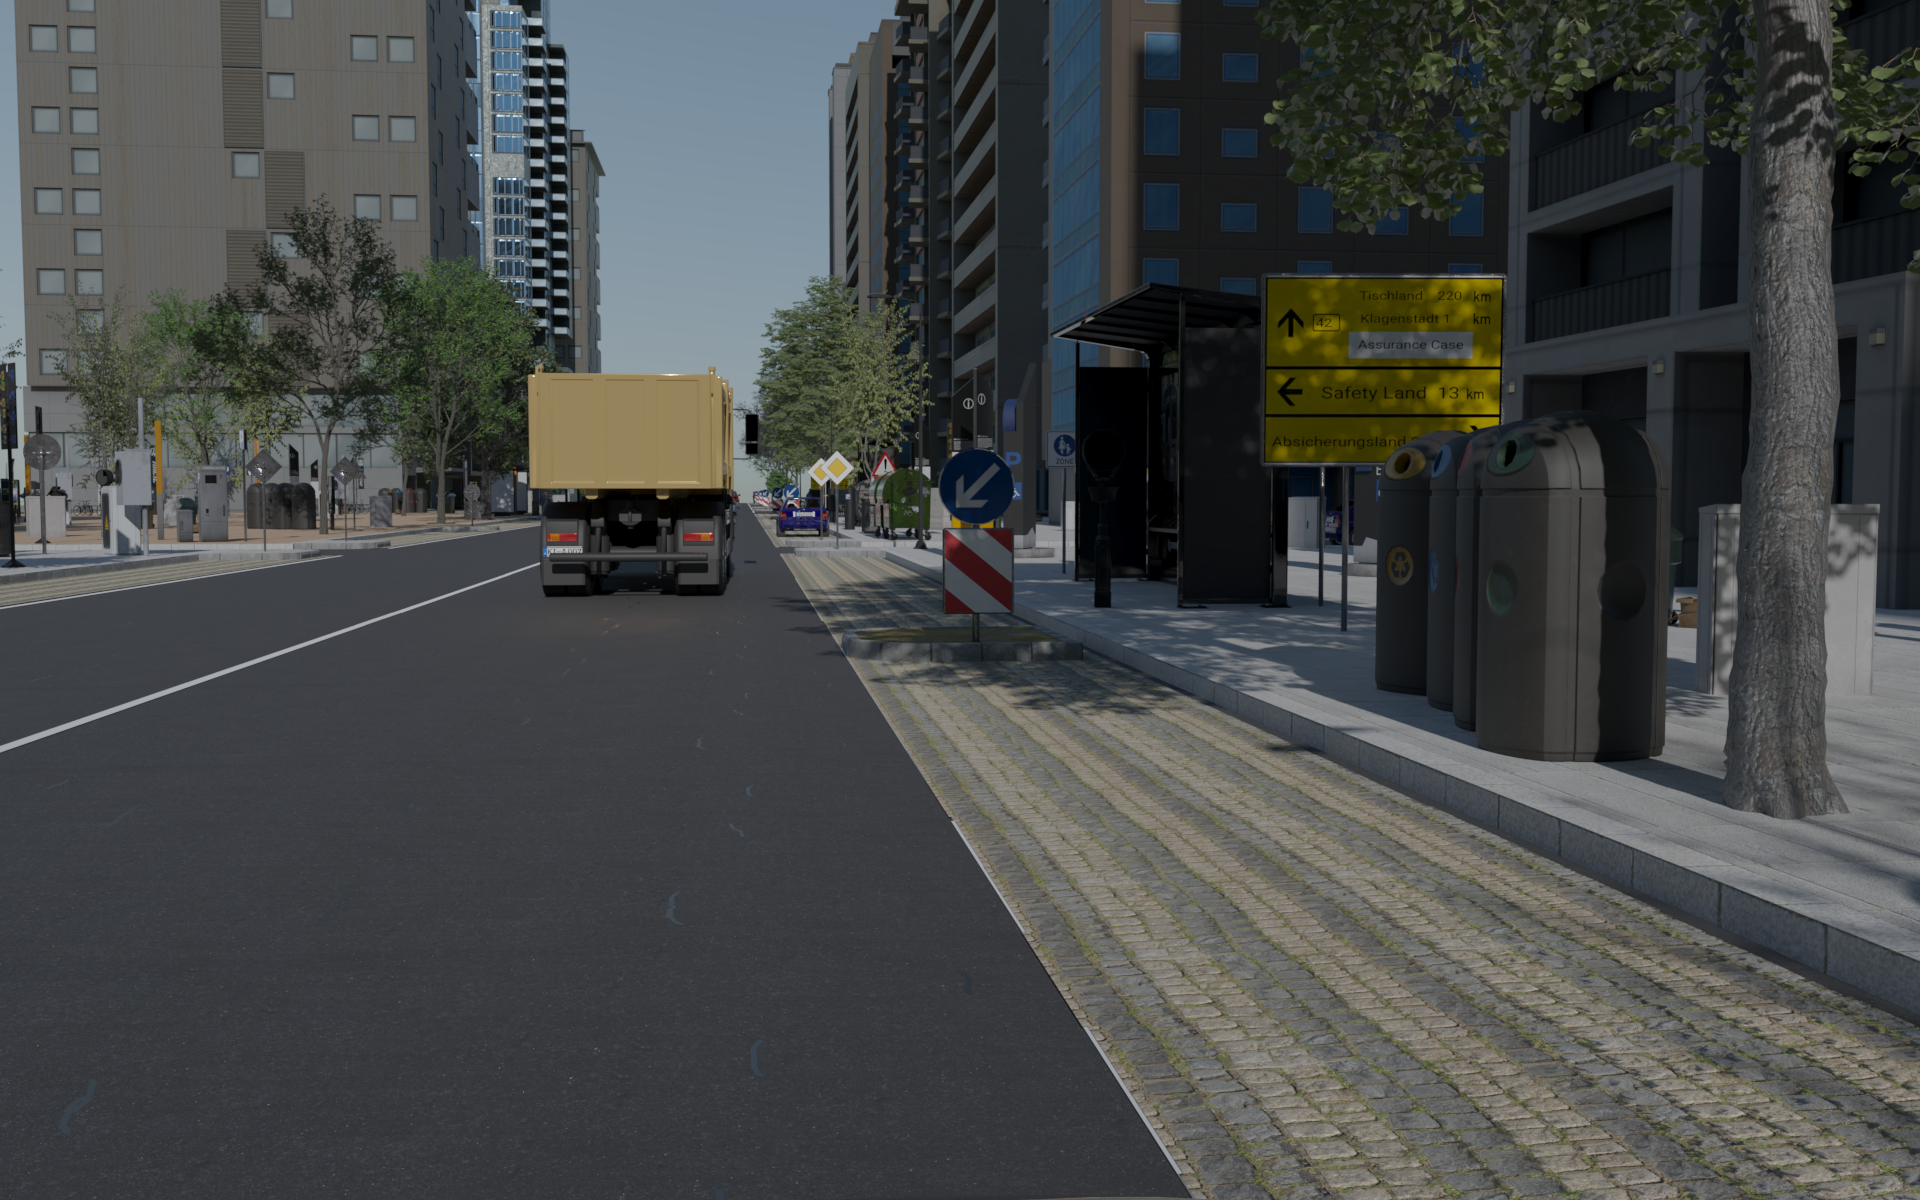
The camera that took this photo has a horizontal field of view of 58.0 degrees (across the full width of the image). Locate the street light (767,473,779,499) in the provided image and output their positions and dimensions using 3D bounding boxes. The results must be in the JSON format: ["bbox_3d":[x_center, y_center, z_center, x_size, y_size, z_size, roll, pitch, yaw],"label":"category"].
[{"bbox_3d":[-21.397,-13.833,198.707,1.470,5.913,1.316,0,4,-7],"label":"street light"}]

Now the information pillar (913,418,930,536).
[{"bbox_3d":[-1.156,-3.751,52.687,0.504,3.616,0.183,0,4,7],"label":"information pillar"}]

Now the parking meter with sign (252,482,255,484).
[{"bbox_3d":[-45.809,-7.085,112.098,0.543,3.016,1.738,-2,4,-23],"label":"parking meter with sign"}]

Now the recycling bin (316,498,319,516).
[{"bbox_3d":[-37.651,-5.374,100.412,0.722,1.027,0.722,1,4,9],"label":"recycling bin"}]

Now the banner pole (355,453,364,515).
[{"bbox_3d":[-36.625,-7.068,105.580,0.863,3.779,0.401,2,4,26],"label":"banner pole"}]

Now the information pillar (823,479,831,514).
[{"bbox_3d":[-6.433,-4.861,83.974,0.304,2.012,0.304,-1,4,-22],"label":"information pillar"}]

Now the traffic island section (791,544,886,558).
[{"bbox_3d":[-2.822,-1.096,40.205,2.009,0.180,2.903,0,4,-7],"label":"traffic island section"}]

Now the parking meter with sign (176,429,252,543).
[{"bbox_3d":[-20.006,-3.061,46.302,1.738,3.016,0.543,-2,4,-34],"label":"parking meter with sign"}]

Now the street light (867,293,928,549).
[{"bbox_3d":[-1.456,-4.141,40.251,1.470,5.913,1.316,0,4,-7],"label":"street light"}]

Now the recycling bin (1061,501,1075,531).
[{"bbox_3d":[3.900,-2.899,59.956,0.722,1.027,0.722,0,4,-7],"label":"recycling bin"}]

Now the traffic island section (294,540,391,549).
[{"bbox_3d":[-16.514,-1.484,46.537,2.009,0.180,2.903,0,4,-7],"label":"traffic island section"}]

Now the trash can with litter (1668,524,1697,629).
[{"bbox_3d":[6.965,-0.335,16.868,0.624,1.170,1.055,-3,5,-41],"label":"trash can with litter"}]

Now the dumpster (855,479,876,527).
[{"bbox_3d":[-3.518,-3.818,68.184,1.264,1.857,1.865,0,4,-7],"label":"dumpster"}]

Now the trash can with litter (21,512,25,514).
[{"bbox_3d":[-61.439,-6.208,112.554,1.678,1.210,2.233,-3,5,-41],"label":"trash can with litter"}]

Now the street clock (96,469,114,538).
[{"bbox_3d":[-25.071,-2.828,50.814,0.471,2.002,0.358,1,4,20],"label":"street clock"}]

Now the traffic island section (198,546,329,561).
[{"bbox_3d":[-15.514,-0.999,38.615,2.009,0.180,2.903,0,4,-7],"label":"traffic island section"}]

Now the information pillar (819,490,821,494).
[{"bbox_3d":[-9.814,-7.041,119.617,0.304,2.012,0.304,3,5,40],"label":"information pillar"}]

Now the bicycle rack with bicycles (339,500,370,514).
[{"bbox_3d":[-39.533,-6.054,112.358,2.852,0.926,2.925,3,5,43],"label":"bicycle rack with bicycles"}]

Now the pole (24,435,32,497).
[{"bbox_3d":[-32.108,-4.027,59.682,0.158,3.312,0.155,0,3,0],"label":"pole"}]

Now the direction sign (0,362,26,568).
[{"bbox_3d":[-16.547,-2.335,30.171,0.379,3.537,0.876,-3,5,-44],"label":"direction sign"}]

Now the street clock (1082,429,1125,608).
[{"bbox_3d":[1.615,-0.917,19.556,0.471,2.002,0.358,0,4,1],"label":"street clock"}]

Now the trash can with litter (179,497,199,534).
[{"bbox_3d":[-25.046,-2.760,56.518,1.055,1.170,0.624,3,5,45],"label":"trash can with litter"}]

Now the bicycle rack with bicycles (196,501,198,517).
[{"bbox_3d":[-42.237,-4.992,94.999,2.852,0.926,2.925,-3,5,-41],"label":"bicycle rack with bicycles"}]

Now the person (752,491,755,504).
[{"bbox_3d":[-28.961,-14.352,243.085,0.705,1.831,1.348,0,4,7],"label":"person"}]

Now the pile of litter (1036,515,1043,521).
[{"bbox_3d":[3.348,-4.093,80.893,1.719,0.858,1.176,-1,4,-20],"label":"pile of litter"}]

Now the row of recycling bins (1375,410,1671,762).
[{"bbox_3d":[3.153,-0.174,9.964,1.069,1.692,3.534,0,4,3],"label":"row of recycling bins"}]

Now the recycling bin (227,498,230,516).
[{"bbox_3d":[-43.499,-5.467,101.945,0.722,1.027,0.722,0,4,6],"label":"recycling bin"}]

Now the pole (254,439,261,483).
[{"bbox_3d":[-26.212,-4.331,64.651,0.158,3.312,0.155,0,3,0],"label":"pole"}]

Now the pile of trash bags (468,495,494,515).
[{"bbox_3d":[-29.961,-6.061,108.850,1.912,1.369,3.447,-1,4,-13],"label":"pile of trash bags"}]

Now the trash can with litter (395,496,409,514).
[{"bbox_3d":[-35.425,-6.021,109.835,0.624,1.170,1.055,0,4,3],"label":"trash can with litter"}]

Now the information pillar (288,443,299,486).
[{"bbox_3d":[-30.886,-5.441,80.320,0.183,3.616,0.504,3,4,37],"label":"information pillar"}]

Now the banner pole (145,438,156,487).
[{"bbox_3d":[-36.323,-5.372,77.854,0.401,3.779,0.863,3,5,41],"label":"banner pole"}]

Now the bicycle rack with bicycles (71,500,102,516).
[{"bbox_3d":[-51.079,-5.335,100.608,2.852,0.926,2.925,-3,5,-44],"label":"bicycle rack with bicycles"}]

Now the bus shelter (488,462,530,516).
[{"bbox_3d":[-26.697,-6.606,101.926,2.014,3.302,5.546,0,4,-7],"label":"bus shelter"}]

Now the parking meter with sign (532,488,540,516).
[{"bbox_3d":[-25.568,-6.607,104.289,0.543,3.016,1.738,-1,4,-12],"label":"parking meter with sign"}]

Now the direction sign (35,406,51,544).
[{"bbox_3d":[-23.826,-3.235,44.883,0.379,3.537,0.876,-1,4,-19],"label":"direction sign"}]

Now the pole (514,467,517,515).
[{"bbox_3d":[-27.257,-6.872,106.202,0.158,3.312,0.155,0,3,0],"label":"pole"}]

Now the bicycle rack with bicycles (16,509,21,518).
[{"bbox_3d":[-51.202,-4.835,92.441,2.852,0.926,2.925,-1,4,-16],"label":"bicycle rack with bicycles"}]

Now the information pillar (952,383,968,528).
[{"bbox_3d":[0.090,-2.629,34.331,0.504,3.616,0.183,-1,4,-9],"label":"information pillar"}]

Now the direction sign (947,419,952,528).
[{"bbox_3d":[-0.225,-3.701,52.500,0.379,3.537,0.876,1,4,20],"label":"direction sign"}]

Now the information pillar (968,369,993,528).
[{"bbox_3d":[0.429,-2.522,32.587,0.183,3.616,0.504,3,5,42],"label":"information pillar"}]

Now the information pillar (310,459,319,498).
[{"bbox_3d":[-42.804,-7.557,114.918,0.504,3.616,0.183,-3,5,-39],"label":"information pillar"}]

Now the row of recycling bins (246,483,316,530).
[{"bbox_3d":[-24.772,-3.426,63.132,3.534,1.692,1.069,2,4,34],"label":"row of recycling bins"}]

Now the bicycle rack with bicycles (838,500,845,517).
[{"bbox_3d":[-8.564,-5.842,108.897,2.852,0.926,2.925,-1,4,-18],"label":"bicycle rack with bicycles"}]

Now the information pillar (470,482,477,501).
[{"bbox_3d":[-29.692,-6.191,105.711,0.304,2.012,0.304,-3,4,-37],"label":"information pillar"}]

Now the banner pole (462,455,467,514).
[{"bbox_3d":[-31.918,-7.447,111.779,0.401,3.779,0.863,-2,4,-34],"label":"banner pole"}]

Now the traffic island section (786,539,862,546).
[{"bbox_3d":[-3.822,-1.581,48.128,2.009,0.180,2.903,0,4,-7],"label":"traffic island section"}]

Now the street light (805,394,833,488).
[{"bbox_3d":[-6.519,-6.609,80.598,1.470,5.913,1.316,0,4,-7],"label":"street light"}]

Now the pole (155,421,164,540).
[{"bbox_3d":[-22.356,-3.335,48.364,0.158,3.312,0.155,0,3,0],"label":"pole"}]
